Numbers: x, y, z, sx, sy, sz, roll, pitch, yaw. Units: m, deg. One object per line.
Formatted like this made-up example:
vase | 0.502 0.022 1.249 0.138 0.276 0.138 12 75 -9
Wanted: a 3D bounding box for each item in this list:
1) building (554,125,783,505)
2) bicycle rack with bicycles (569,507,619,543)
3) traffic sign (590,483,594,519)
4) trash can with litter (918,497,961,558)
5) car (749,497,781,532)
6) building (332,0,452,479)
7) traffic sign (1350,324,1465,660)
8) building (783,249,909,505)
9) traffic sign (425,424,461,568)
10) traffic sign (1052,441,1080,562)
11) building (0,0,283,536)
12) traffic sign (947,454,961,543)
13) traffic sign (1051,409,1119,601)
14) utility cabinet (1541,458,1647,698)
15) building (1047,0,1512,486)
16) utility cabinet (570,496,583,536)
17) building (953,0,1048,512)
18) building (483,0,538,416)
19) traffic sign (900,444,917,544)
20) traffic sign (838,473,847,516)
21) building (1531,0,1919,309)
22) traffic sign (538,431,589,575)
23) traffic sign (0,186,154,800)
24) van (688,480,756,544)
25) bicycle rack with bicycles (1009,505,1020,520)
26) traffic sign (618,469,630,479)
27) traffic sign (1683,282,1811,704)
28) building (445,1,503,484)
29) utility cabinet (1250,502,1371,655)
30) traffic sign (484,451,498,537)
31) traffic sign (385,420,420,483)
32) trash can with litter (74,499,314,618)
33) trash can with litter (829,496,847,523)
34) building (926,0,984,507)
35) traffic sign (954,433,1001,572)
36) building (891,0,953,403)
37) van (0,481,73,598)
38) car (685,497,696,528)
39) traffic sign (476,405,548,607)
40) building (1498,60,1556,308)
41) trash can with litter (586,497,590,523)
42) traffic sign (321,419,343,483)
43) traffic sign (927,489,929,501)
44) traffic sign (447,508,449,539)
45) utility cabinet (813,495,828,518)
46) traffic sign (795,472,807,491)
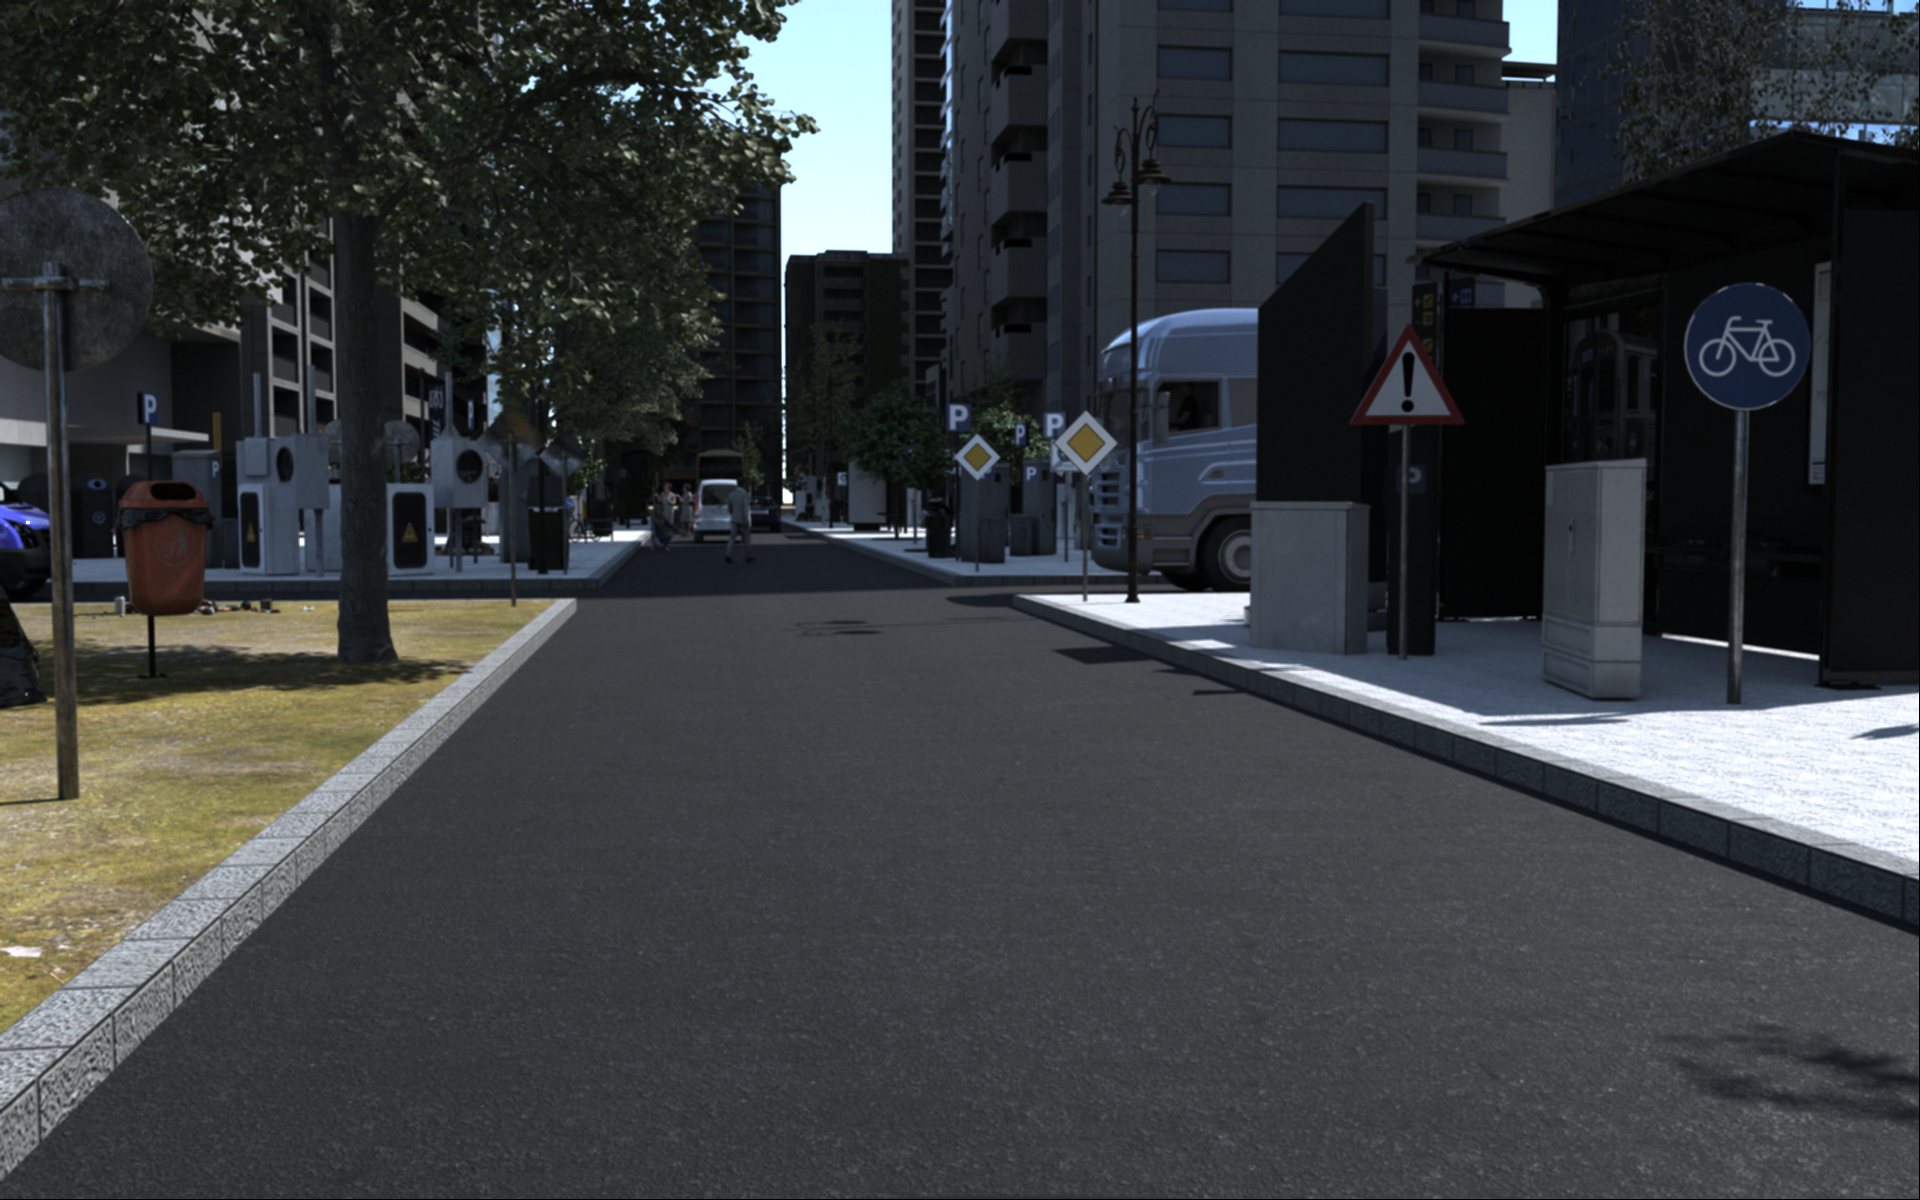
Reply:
building | -35.732 -33.858 208.206 28.867 44.769 22.147 -1 4 -9
bicycle rack with bicycles | -10.670 -2.014 46.315 2.852 0.926 2.925 1 4 12
traffic sign | -15.712 -4.378 73.708 0.606 2.300 0.079 0 4 -6
trash can with litter | -0.307 -1.443 34.983 0.624 1.170 1.055 3 4 38
car | -7.762 -3.261 65.903 1.945 1.354 3.894 -1 4 -10
building | -44.553 -29.650 108.473 21.300 48.544 21.600 -1 4 -9
traffic sign | 3.427 -0.815 13.334 0.884 2.594 0.081 0 4 -1
building | -13.753 -26.674 207.814 14.107 30.474 14.160 -1 4 -9
traffic sign | -8.842 -1.838 30.060 0.884 2.594 0.081 0 4 1
traffic sign | 2.004 -1.862 32.578 0.606 2.300 0.079 0 4 0
building | -37.993 -28.410 53.742 28.713 52.752 27.495 -1 4 -9
traffic sign | -0.087 -2.331 40.241 0.606 2.300 0.079 0 4 -6
traffic sign | 1.493 -1.040 20.644 0.795 2.450 0.064 -1 4 -9
utility cabinet | 4.085 -0.157 11.245 0.318 1.500 1.173 0 4 4
building | 15.292 -33.616 91.622 21.231 58.520 28.212 -1 4 -9
utility cabinet | -12.096 -2.567 53.140 1.020 1.237 0.306 -3 4 -38
building | 14.666 -32.596 122.181 28.713 52.752 27.495 -1 4 -9
building | -65.475 -54.386 201.881 31.000 86.520 22.319 -1 4 -9
traffic sign | -1.148 -2.709 44.405 0.768 2.556 0.104 0 4 -1
traffic sign | -5.468 -4.868 81.727 0.606 2.300 0.079 0 4 -2
building | 34.657 -45.474 56.167 31.000 86.520 22.319 -1 4 -9
traffic sign | -6.290 -1.462 27.552 0.795 2.450 0.064 -1 4 -9
traffic sign | -3.753 -0.435 7.213 0.768 2.556 0.104 0 4 -8
van | -7.082 -2.725 51.557 2.013 2.044 4.112 0 4 -7
bicycle rack with bicycles | 3.663 -4.033 79.319 2.925 0.926 2.852 0 4 0
traffic sign | -16.999 -5.331 87.273 0.768 2.556 0.104 0 4 -6
traffic sign | 4.737 -0.637 10.522 0.768 2.556 0.104 0 4 -1
building | -48.394 -30.694 151.955 14.200 45.320 14.600 -1 4 -9
utility cabinet | 2.860 -0.186 14.208 0.306 1.237 1.020 -3 5 -40
traffic sign | -14.115 -3.153 51.651 0.768 2.556 0.104 0 4 1
traffic sign | -9.646 -1.811 29.720 0.768 2.556 0.104 0 4 -3
trash can with litter | -8.216 -0.470 18.745 2.233 1.210 1.678 0 4 -6
trash can with litter | -5.385 -4.086 78.195 1.055 1.170 0.624 1 4 15
building | 6.626 -51.268 150.902 22.319 86.520 31.000 -1 4 -9
traffic sign | 0.281 -1.523 28.537 0.795 2.450 0.064 -1 4 -9
building | 2.882 -47.361 212.610 20.611 71.187 20.563 -1 4 -9
van | -14.726 -1.139 23.012 5.245 2.365 2.240 0 4 -7
car | -10.979 -3.785 74.468 1.945 1.354 3.894 -1 4 -10
traffic sign | -5.078 -0.980 19.659 0.795 2.450 0.064 -1 4 -9
building | 49.204 -29.554 166.796 14.086 41.232 14.154 -1 4 -9
trash can with litter | -16.408 -3.931 75.662 0.624 1.170 1.055 0 4 5
traffic sign | -10.409 -1.781 29.228 0.768 2.556 0.104 0 4 -3
traffic sign | -1.159 -3.680 62.291 0.606 2.300 0.079 0 4 -3
traffic sign | -13.897 -2.870 47.027 0.768 2.556 0.104 0 4 -1
utility cabinet | -7.706 -5.087 94.338 1.020 1.237 0.306 1 4 12
traffic sign | -8.760 -5.855 95.827 0.768 2.556 0.104 -1 4 -8
